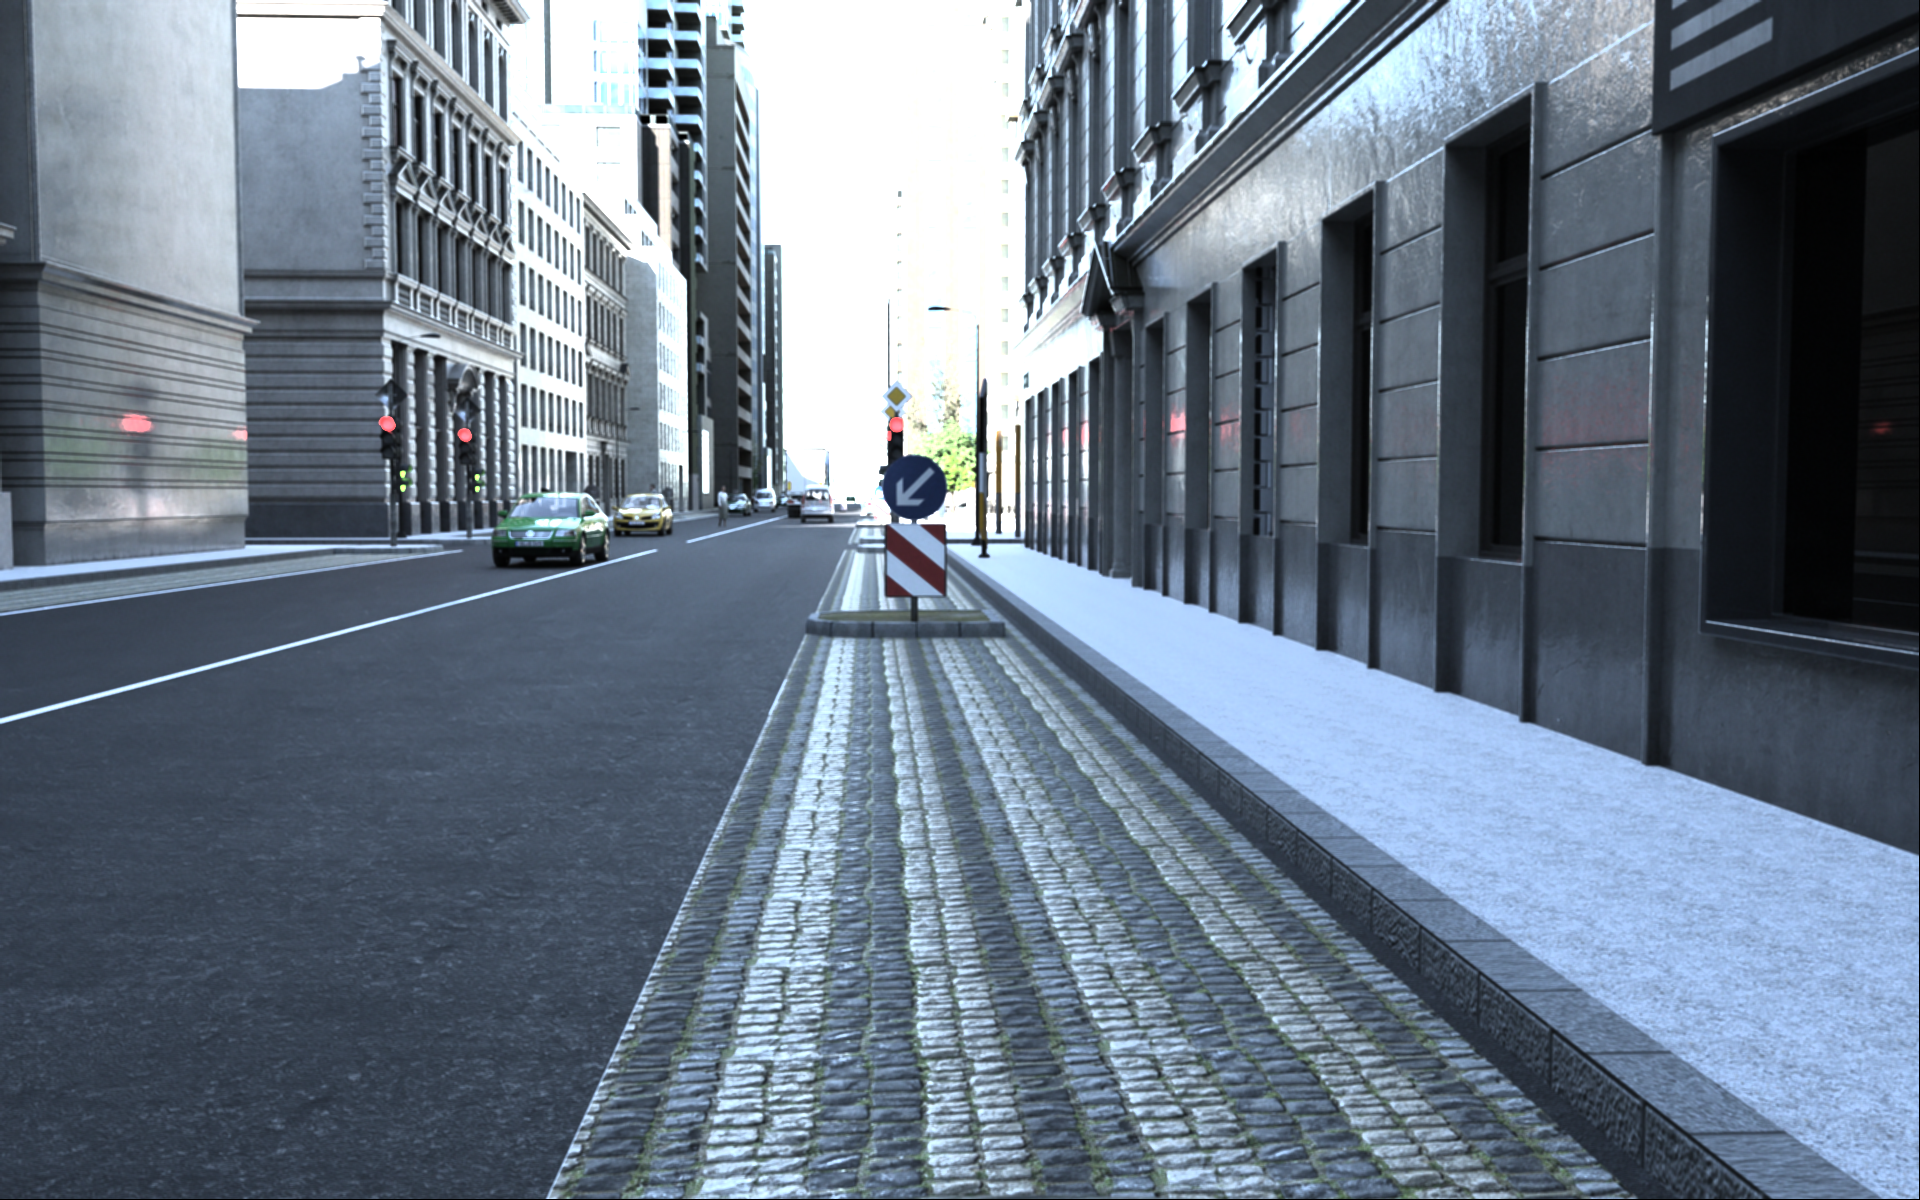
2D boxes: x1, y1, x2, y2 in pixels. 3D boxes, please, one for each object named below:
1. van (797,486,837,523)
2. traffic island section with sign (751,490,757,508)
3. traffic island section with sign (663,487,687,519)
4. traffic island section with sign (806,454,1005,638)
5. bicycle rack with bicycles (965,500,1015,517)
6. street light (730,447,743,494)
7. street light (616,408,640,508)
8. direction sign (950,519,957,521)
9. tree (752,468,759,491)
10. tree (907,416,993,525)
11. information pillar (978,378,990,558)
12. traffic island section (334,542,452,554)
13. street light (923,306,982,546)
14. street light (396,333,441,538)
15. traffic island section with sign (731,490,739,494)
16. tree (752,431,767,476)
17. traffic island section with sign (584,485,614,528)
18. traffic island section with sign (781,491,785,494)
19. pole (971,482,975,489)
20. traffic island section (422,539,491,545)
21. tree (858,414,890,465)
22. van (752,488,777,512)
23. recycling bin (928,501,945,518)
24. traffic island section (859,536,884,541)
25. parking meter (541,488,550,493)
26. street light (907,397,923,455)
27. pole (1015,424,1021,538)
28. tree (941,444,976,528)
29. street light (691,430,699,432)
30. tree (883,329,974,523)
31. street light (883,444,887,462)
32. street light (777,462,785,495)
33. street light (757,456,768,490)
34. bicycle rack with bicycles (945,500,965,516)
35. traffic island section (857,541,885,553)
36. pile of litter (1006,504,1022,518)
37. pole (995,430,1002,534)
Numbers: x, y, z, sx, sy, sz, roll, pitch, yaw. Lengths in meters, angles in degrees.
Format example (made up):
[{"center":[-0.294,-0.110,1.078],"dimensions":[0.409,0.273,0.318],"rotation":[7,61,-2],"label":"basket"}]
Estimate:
[{"center":[-7.284,-4.970,88.275],"dimensions":[2.013,2.044,4.112],"rotation":[0,4,-5],"label":"van"},{"center":[-20.789,-10.310,177.189],"dimensions":[1.989,1.847,2.006],"rotation":[0,4,-3],"label":"traffic island section with sign"},{"center":[-16.839,-5.597,100.134],"dimensions":[1.989,1.847,2.006],"rotation":[0,4,-3],"label":"traffic island section with sign"},{"center":[-0.597,-0.578,18.079],"dimensions":[1.989,1.847,2.006],"rotation":[0,4,-3],"label":"traffic island section with sign"},{"center":[2.335,-5.264,99.443],"dimensions":[2.852,0.926,2.925],"rotation":[-1,4,-23],"label":"bicycle rack with bicycles"},{"center":[-21.843,-12.029,169.214],"dimensions":[1.470,5.913,1.316],"rotation":[0,4,-3],"label":"street light"},{"center":[-17.868,-7.373,93.086],"dimensions":[1.470,5.913,1.316],"rotation":[0,4,-3],"label":"street light"},{"center":[-0.324,-5.466,81.362],"dimensions":[0.876,3.537,0.379],"rotation":[3,5,41],"label":"direction sign"},{"center":[-24.110,-12.955,195.522],"dimensions":[4.285,4.588,4.351],"rotation":[0,3,0],"label":"tree"},{"center":[-0.237,-5.471,73.164],"dimensions":[4.285,4.588,4.351],"rotation":[0,3,0],"label":"tree"},{"center":[0.472,-2.660,34.846],"dimensions":[0.183,3.616,0.504],"rotation":[1,4,11],"label":"information pillar"},{"center":[-13.870,-1.228,42.364],"dimensions":[2.009,0.180,2.903],"rotation":[0,4,-3],"label":"traffic island section"},{"center":[-0.106,-4.305,42.935],"dimensions":[1.470,5.913,1.316],"rotation":[0,4,-3],"label":"street light"},{"center":[-15.716,-4.750,50.204],"dimensions":[1.470,5.913,1.316],"rotation":[0,4,-3],"label":"street light"},{"center":[-19.386,-8.633,149.783],"dimensions":[1.989,1.847,2.006],"rotation":[0,4,-3],"label":"traffic island section with sign"},{"center":[-24.381,-15.322,200.883],"dimensions":[4.360,8.622,3.978],"rotation":[0,3,0],"label":"tree"},{"center":[-15.425,-3.909,72.544],"dimensions":[1.989,1.847,2.006],"rotation":[0,4,-3],"label":"traffic island section with sign"},{"center":[-23.599,-13.670,232.125],"dimensions":[1.989,1.847,2.006],"rotation":[0,4,-3],"label":"traffic island section with sign"},{"center":[0.651,-5.524,84.153],"dimensions":[0.158,3.312,0.155],"rotation":[0,3,0],"label":"pole"},{"center":[-14.278,-1.716,50.339],"dimensions":[2.009,0.180,2.903],"rotation":[0,4,-3],"label":"traffic island section"},{"center":[-7.279,-18.404,211.272],"dimensions":[12.009,13.543,11.850],"rotation":[0,3,0],"label":"tree"},{"center":[-15.521,-7.986,137.580],"dimensions":[2.013,2.044,4.112],"rotation":[0,4,-4],"label":"van"},{"center":[-1.264,-4.898,92.631],"dimensions":[0.722,1.027,0.722],"rotation":[2,4,26],"label":"recycling bin"},{"center":[-1.953,-1.754,50.964],"dimensions":[2.009,0.180,2.903],"rotation":[0,4,-3],"label":"traffic island section"},{"center":[-17.256,-3.896,72.117],"dimensions":[0.372,1.533,0.369],"rotation":[0,3,0],"label":"parking meter"},{"center":[-2.133,-6.699,82.066],"dimensions":[1.470,5.913,1.316],"rotation":[0,4,-3],"label":"street light"},{"center":[1.701,-3.486,50.845],"dimensions":[0.158,3.312,0.155],"rotation":[0,3,0],"label":"pole"},{"center":[-0.335,-4.377,66.163],"dimensions":[1.663,3.219,1.824],"rotation":[0,3,0],"label":"tree"},{"center":[-19.730,-9.415,126.474],"dimensions":[1.470,5.913,1.316],"rotation":[0,4,-3],"label":"street light"},{"center":[-1.179,-7.782,77.604],"dimensions":[4.360,8.622,3.978],"rotation":[0,3,0],"label":"tree"},{"center":[-6.068,-11.429,159.404],"dimensions":[1.470,5.913,1.316],"rotation":[0,4,-3],"label":"street light"},{"center":[-26.070,-17.136,252.712],"dimensions":[1.470,5.913,1.316],"rotation":[0,4,-3],"label":"street light"},{"center":[-23.916,-14.494,209.514],"dimensions":[1.470,5.913,1.316],"rotation":[0,4,-3],"label":"street light"},{"center":[-0.812,-5.339,100.666],"dimensions":[2.925,0.926,2.852],"rotation":[-1,4,-11],"label":"bicycle rack with bicycles"},{"center":[-1.544,-1.267,42.989],"dimensions":[2.009,0.180,2.903],"rotation":[0,4,-3],"label":"traffic island section"},{"center":[3.045,-4.796,92.371],"dimensions":[1.176,0.858,1.719],"rotation":[-1,4,-8],"label":"pile of litter"},{"center":[1.240,-3.764,55.382],"dimensions":[0.158,3.312,0.155],"rotation":[0,3,0],"label":"pole"}]
